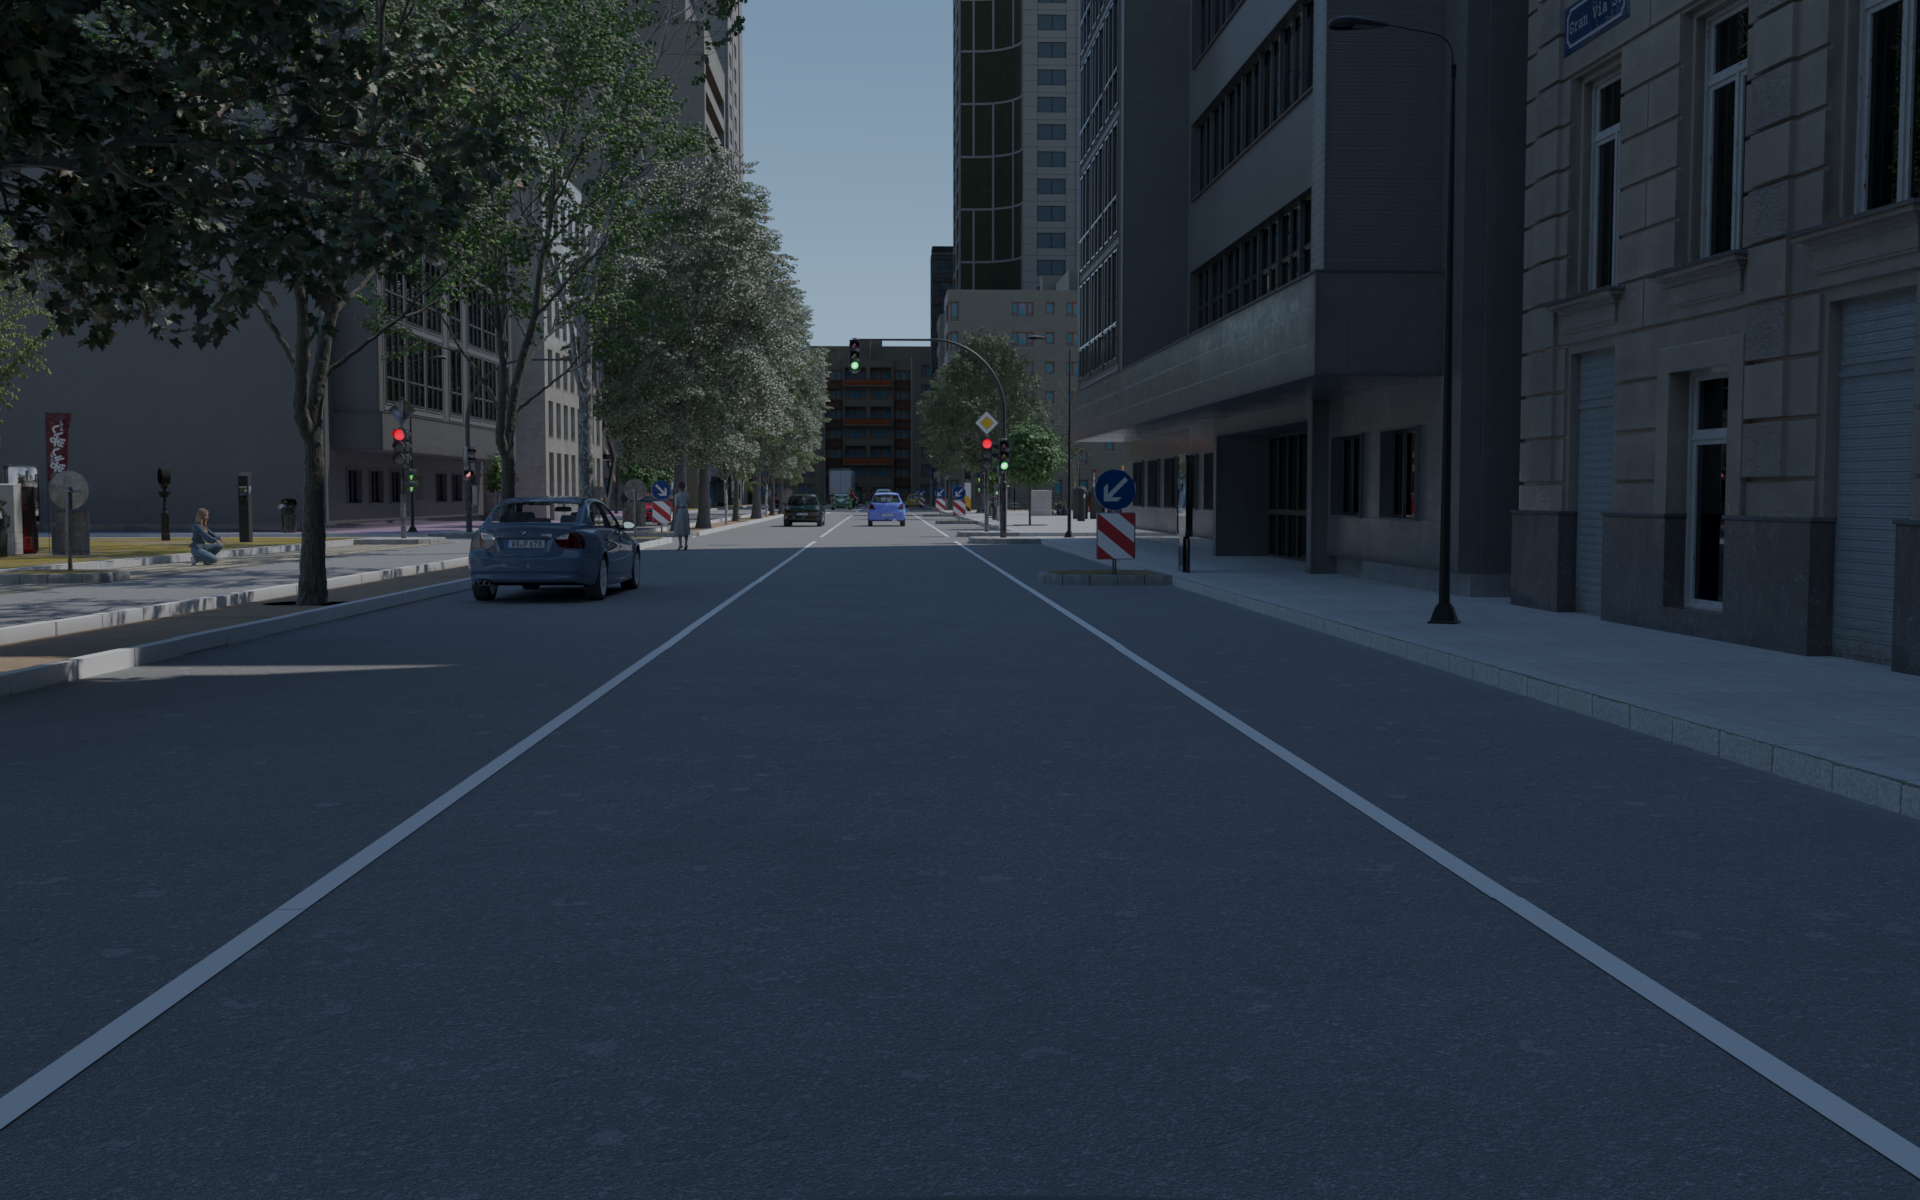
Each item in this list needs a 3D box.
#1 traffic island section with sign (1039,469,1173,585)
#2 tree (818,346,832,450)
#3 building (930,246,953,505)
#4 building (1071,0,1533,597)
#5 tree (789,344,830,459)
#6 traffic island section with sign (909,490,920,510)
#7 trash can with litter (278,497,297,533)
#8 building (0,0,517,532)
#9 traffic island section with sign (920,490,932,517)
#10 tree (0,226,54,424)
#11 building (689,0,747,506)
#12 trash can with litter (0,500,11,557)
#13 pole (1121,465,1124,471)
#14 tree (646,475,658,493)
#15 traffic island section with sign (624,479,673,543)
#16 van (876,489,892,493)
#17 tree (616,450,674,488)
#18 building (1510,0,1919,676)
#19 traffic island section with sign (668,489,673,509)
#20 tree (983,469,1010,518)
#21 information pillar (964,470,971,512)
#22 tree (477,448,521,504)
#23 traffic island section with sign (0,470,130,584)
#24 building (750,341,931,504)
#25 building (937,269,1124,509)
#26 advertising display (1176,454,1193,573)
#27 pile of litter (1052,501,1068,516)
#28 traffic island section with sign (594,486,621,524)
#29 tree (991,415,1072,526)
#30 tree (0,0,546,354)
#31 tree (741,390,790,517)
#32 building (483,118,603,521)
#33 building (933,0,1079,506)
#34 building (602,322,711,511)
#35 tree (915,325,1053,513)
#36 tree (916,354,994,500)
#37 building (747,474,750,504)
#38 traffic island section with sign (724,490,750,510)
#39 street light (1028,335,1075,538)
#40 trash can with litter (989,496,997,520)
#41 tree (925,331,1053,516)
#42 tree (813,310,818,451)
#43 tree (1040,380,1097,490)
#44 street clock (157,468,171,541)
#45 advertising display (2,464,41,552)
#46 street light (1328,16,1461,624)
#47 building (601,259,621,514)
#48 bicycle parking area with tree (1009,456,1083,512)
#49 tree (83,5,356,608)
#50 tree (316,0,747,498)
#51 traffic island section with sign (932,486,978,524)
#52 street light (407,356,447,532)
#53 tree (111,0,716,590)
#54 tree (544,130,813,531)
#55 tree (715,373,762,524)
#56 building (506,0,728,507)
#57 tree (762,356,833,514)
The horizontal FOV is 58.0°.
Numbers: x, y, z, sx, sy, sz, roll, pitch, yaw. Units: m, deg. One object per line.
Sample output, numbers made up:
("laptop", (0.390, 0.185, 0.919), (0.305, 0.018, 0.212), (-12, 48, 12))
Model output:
("traffic island section with sign", (2.312, -1.192, 28.120), (1.989, 1.847, 2.006), (0, 4, -3))
("tree", (-11.824, -11.674, 99.976), (9.857, 13.997, 8.962), (0, 3, 0))
("building", (3.488, -26.379, 202.999), (14.160, 30.474, 14.107), (0, 4, -3))
("building", (10.980, -13.260, 35.870), (14.314, 24.678, 30.058), (0, 4, -3))
("tree", (-11.512, -9.852, 89.289), (9.928, 11.665, 9.643), (0, 3, 0))
("traffic island section with sign", (-3.653, -9.294, 160.590), (1.989, 1.847, 2.006), (0, 4, -3))
("trash can with litter", (-22.305, -2.817, 57.440), (0.624, 1.170, 1.055), (-1, 4, -23))
("building", (-27.426, -16.872, 69.366), (14.314, 27.812, 24.014), (0, 4, -3))
("traffic island section with sign", (-1.385, -6.227, 110.441), (1.989, 1.847, 2.006), (0, 4, -3))
("tree", (-25.657, -5.810, 45.363), (4.737, 8.622, 4.395), (0, 3, 0))
("building", (-35.621, -46.421, 197.236), (20.611, 71.187, 20.563), (0, 4, -3))
("trash can with litter", (-19.750, -1.440, 34.933), (1.055, 1.170, 0.624), (0, 4, -4))
("pole", (11.525, -7.907, 123.128), (0.158, 3.312, 0.155), (0, 3, 0))
("tree", (-21.982, -7.936, 124.355), (1.663, 3.219, 1.824), (0, 3, 0))
("traffic island section with sign", (-9.608, -2.604, 50.711), (2.006, 1.907, 1.989), (0, 4, -3))
("van", (-6.590, -8.714, 149.488), (2.013, 2.044, 4.112), (0, 4, -3))
("tree", (-23.009, -9.002, 130.896), (4.285, 4.588, 4.351), (0, 3, 0))
("building", (12.572, -12.856, 7.461), (12.463, 27.353, 25.104), (0, 4, -3))
("traffic island section with sign", (-18.505, -6.202, 110.034), (1.989, 1.847, 2.006), (0, 4, -3))
("tree", (1.795, -6.035, 93.267), (1.663, 3.219, 1.824), (0, 3, 0))
("information pillar", (0.573, -8.272, 126.603), (0.504, 3.616, 0.183), (-2, 4, -24))
("tree", (-19.080, -4.701, 71.460), (1.663, 3.219, 1.824), (0, 3, 0))
("traffic island section with sign", (-14.831, -1.208, 28.377), (1.989, 1.847, 2.006), (0, 4, -3))
("building", (-12.177, -23.617, 231.173), (28.899, 21.520, 27.650), (0, 4, -3))
("building", (12.125, -19.360, 161.582), (27.650, 21.520, 28.899), (0, 4, -3))
("advertising display", (3.698, -1.425, 28.516), (0.123, 1.923, 0.974), (0, 4, -2))
("pile of litter", (5.695, -5.397, 102.207), (1.719, 0.858, 1.176), (-1, 4, -19))
("traffic island section with sign", (-17.273, -4.534, 82.755), (1.989, 1.847, 2.006), (0, 4, -3))
("tree", (2.930, -5.323, 70.748), (4.285, 4.588, 4.351), (0, 3, 0))
("tree", (-8.141, -5.654, 11.915), (9.611, 12.733, 9.660), (0, 3, 0))
("tree", (-12.070, -9.473, 107.699), (4.360, 8.622, 3.978), (0, 3, 0))
("building", (-25.366, -14.423, 90.559), (10.420, 20.320, 16.860), (0, 4, -3))
("building", (7.664, -45.648, 184.600), (20.563, 71.187, 20.611), (0, 4, -3))
("building", (-36.534, -18.467, 146.971), (27.650, 21.520, 28.899), (0, 4, -3))
("tree", (1.578, -12.286, 117.888), (9.611, 12.733, 9.660), (0, 3, 0))
("tree", (-0.150, -13.582, 140.186), (7.486, 12.596, 7.792), (0, 3, 0))
("building", (-42.122, -23.533, 229.805), (28.899, 21.520, 27.650), (0, 4, -3))
("traffic island section with sign", (-20.764, -9.267, 160.145), (1.989, 1.847, 2.006), (0, 4, -3))
("street light", (2.682, -4.792, 50.897), (1.470, 5.913, 1.316), (0, 4, -3))
("trash can with litter", (1.859, -4.518, 85.260), (0.624, 1.170, 1.055), (2, 4, 28))
("tree", (1.525, -10.118, 99.838), (8.767, 10.594, 7.601), (2, 4, 31))
("tree", (-10.672, -9.936, 71.572), (9.857, 13.997, 8.962), (0, 3, 0))
("tree", (7.035, -9.713, 109.168), (4.360, 8.622, 3.978), (0, 3, 0))
("street clock", (-21.835, -2.629, 47.555), (0.358, 2.002, 0.471), (-3, 5, -40))
("advertising display", (-20.586, -2.006, 38.017), (0.123, 1.923, 0.974), (1, 4, 11))
("street light", (4.273, -2.721, 17.026), (1.470, 5.913, 1.316), (0, 4, -3))
("building", (-29.884, -14.673, 107.350), (16.820, 18.784, 16.811), (0, 4, -3))
("bicycle parking area with tree", (6.453, -8.774, 130.460), (8.231, 4.147, 9.016), (2, 4, 35))
("tree", (-8.211, -5.724, 21.805), (9.928, 11.665, 9.643), (0, 3, 0))
("tree", (-10.526, -11.308, 43.234), (12.611, 20.169, 13.585), (0, 3, 0))
("traffic island section with sign", (-0.185, -4.580, 83.512), (1.989, 1.847, 2.006), (0, 4, -3))
("street light", (-17.931, -5.244, 58.288), (1.470, 5.913, 1.316), (0, 4, -3))
("tree", (-8.336, -6.337, 31.819), (9.928, 11.665, 9.643), (0, 3, 0))
("tree", (-10.070, -9.330, 61.651), (9.857, 13.997, 8.962), (0, 3, 0))
("tree", (-10.943, -7.838, 80.965), (4.737, 8.622, 4.395), (0, 3, 0))
("building", (-34.783, -33.502, 171.452), (21.300, 48.544, 21.600), (0, 4, -3))
("tree", (-12.885, -12.416, 123.579), (7.486, 12.596, 7.792), (0, 3, 0))
